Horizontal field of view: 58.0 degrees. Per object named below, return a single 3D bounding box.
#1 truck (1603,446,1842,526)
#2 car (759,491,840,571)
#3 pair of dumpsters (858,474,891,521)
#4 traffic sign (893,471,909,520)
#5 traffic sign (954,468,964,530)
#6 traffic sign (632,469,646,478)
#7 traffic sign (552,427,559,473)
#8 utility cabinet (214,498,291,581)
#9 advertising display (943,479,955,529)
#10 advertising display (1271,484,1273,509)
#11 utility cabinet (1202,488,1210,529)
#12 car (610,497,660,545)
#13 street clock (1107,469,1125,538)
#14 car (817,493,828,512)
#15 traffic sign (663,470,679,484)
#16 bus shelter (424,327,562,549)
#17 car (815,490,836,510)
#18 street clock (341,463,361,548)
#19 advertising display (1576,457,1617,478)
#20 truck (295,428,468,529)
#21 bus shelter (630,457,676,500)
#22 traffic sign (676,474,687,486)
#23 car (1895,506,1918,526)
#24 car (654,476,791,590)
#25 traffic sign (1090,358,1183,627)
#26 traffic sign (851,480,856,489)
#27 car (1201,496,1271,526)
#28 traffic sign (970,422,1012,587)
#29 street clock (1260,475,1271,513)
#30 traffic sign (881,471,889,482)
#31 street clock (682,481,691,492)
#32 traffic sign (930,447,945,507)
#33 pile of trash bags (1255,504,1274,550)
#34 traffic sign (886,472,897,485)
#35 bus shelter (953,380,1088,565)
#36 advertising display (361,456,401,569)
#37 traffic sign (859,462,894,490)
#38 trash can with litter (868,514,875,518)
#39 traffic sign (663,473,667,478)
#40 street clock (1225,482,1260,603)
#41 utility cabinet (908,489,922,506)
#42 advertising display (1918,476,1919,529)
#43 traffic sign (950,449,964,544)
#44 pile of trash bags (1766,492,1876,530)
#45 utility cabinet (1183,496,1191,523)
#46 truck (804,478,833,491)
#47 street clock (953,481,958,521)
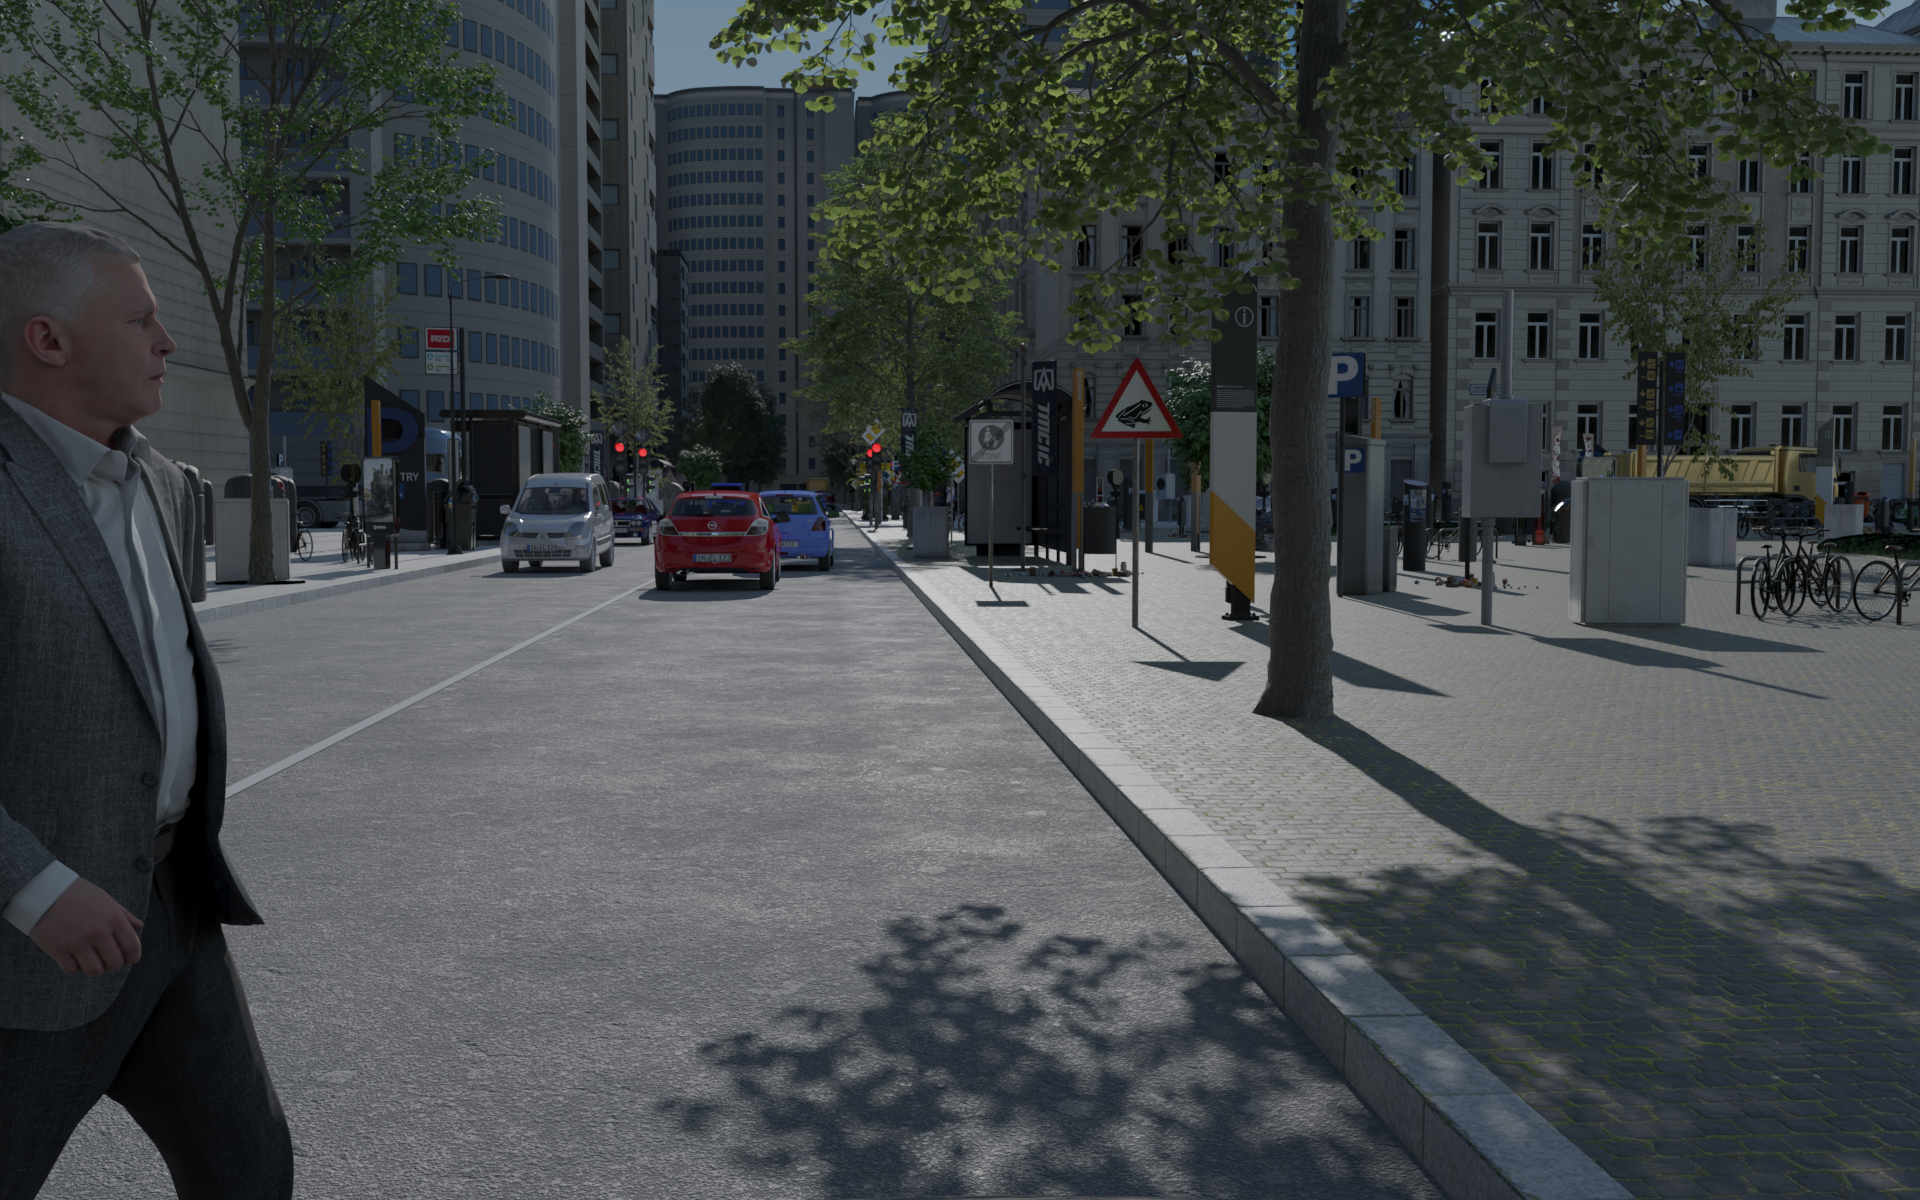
[{"bbox_3d":[31.375,-4.563,70.529,9.791,3.379,3.469,0,4,-6],"label":"truck"},{"bbox_3d":[-3.311,-1.463,33.518,1.945,1.707,3.694,0,4,-3],"label":"car"},{"bbox_3d":[-4.185,-5.048,85.034,1.574,2.255,4.437,0,4,-4],"label":"pair of dumpsters"},{"bbox_3d":[-2.934,-5.339,87.292,0.884,2.594,0.081,0,4,-4],"label":"traffic sign"},{"bbox_3d":[-0.064,-3.683,61.401,0.795,2.450,0.064,0,4,2],"label":"traffic sign"},{"bbox_3d":[-16.005,-5.280,86.436,0.768,2.556,0.104,0,4,-3],"label":"traffic sign"},{"bbox_3d":[-12.832,-3.471,50.621,2.265,3.308,0.079,0,4,3],"label":"traffic sign"},{"bbox_3d":[-10.546,-0.897,25.823,1.020,1.237,0.306,-1,4,-17],"label":"utility cabinet"},{"bbox_3d":[-0.400,-3.623,64.452,0.123,1.923,0.974,1,4,19],"label":"advertising display"},{"bbox_3d":[10.434,-3.137,56.504,0.123,1.923,0.974,3,5,40],"label":"advertising display"},{"bbox_3d":[9.293,-3.277,62.263,1.173,1.500,0.318,0,4,6],"label":"utility cabinet"},{"bbox_3d":[-9.605,-2.280,49.858,1.945,1.354,3.894,0,4,-2],"label":"car"},{"bbox_3d":[4.502,-2.785,50.112,0.471,2.002,0.358,-2,4,-31],"label":"street clock"},{"bbox_3d":[-11.600,-7.940,139.416,1.945,1.707,3.694,0,4,-4],"label":"car"},{"bbox_3d":[-15.205,-5.557,90.853,0.884,2.594,0.081,0,4,2],"label":"traffic sign"},{"bbox_3d":[-11.948,-4.081,44.357,2.179,5.291,8.768,0,4,-5],"label":"bus shelter"},{"bbox_3d":[-12.260,-9.002,155.851,2.281,1.827,5.304,0,4,-5],"label":"car"},{"bbox_3d":[-14.323,-2.215,40.783,0.358,2.002,0.471,1,4,18],"label":"street clock"},{"bbox_3d":[11.051,-1.523,30.114,0.974,1.923,0.123,-2,4,-34],"label":"advertising display"},{"bbox_3d":[-27.755,-4.668,66.074,18.799,4.110,2.967,0,4,-3],"label":"truck"},{"bbox_3d":[-17.313,-6.361,97.933,2.014,3.302,5.546,0,4,-4],"label":"bus shelter"},{"bbox_3d":[-17.371,-6.576,107.624,0.768,2.556,0.104,0,4,3],"label":"traffic sign"},{"bbox_3d":[41.484,-3.880,72.229,4.718,1.807,1.959,0,4,-4],"label":"car"},{"bbox_3d":[-3.764,-1.118,27.327,2.155,1.783,4.494,0,4,-4],"label":"car"},{"bbox_3d":[1.688,-1.017,16.632,0.884,2.594,0.081,0,4,2],"label":"traffic sign"},{"bbox_3d":[-8.083,-8.152,134.464,0.795,2.450,0.064,0,3,0],"label":"traffic sign"},{"bbox_3d":[12.047,-3.502,69.611,4.827,1.381,2.083,0,4,-5],"label":"car"},{"bbox_3d":[0.429,-1.335,23.960,0.606,2.300,0.079,0,4,1],"label":"traffic sign"},{"bbox_3d":[8.159,-2.562,46.462,0.358,2.002,0.471,3,5,42],"label":"street clock"},{"bbox_3d":[-4.244,-5.838,95.554,0.768,2.556,0.104,0,4,0],"label":"traffic sign"},{"bbox_3d":[-14.718,-5.428,93.324,0.358,2.002,0.471,2,4,30],"label":"street clock"},{"bbox_3d":[-0.705,-2.587,42.397,0.768,2.556,0.104,0,4,5],"label":"traffic sign"},{"bbox_3d":[6.948,-1.916,41.081,1.912,1.369,3.447,-1,4,-14],"label":"pile of trash bags"},{"bbox_3d":[-3.417,-5.413,89.694,0.795,2.450,0.064,0,4,-1],"label":"traffic sign"},{"bbox_3d":[1.062,-2.417,33.445,2.014,3.302,5.546,0,4,-4],"label":"bus shelter"},{"bbox_3d":[-9.944,-1.501,29.752,0.974,1.923,0.123,3,5,39],"label":"advertising display"},{"bbox_3d":[-5.334,-7.170,111.104,2.265,3.308,0.079,0,4,-4],"label":"traffic sign"},{"bbox_3d":[-4.780,-5.022,93.494,0.624,1.170,1.055,-1,4,-19],"label":"trash can with litter"},{"bbox_3d":[-17.624,-6.266,102.547,0.768,2.556,0.104,0,4,2],"label":"traffic sign"},{"bbox_3d":[3.248,-0.973,20.487,0.471,2.002,0.358,0,4,2],"label":"street clock"},{"bbox_3d":[-2.138,-4.554,83.138,0.318,1.500,1.173,-1,4,-22],"label":"utility cabinet"},{"bbox_3d":[17.335,-1.539,30.381,0.974,1.923,0.123,0,4,3],"label":"advertising display"},{"bbox_3d":[-0.218,-2.629,44.166,0.795,2.450,0.064,0,4,1],"label":"traffic sign"},{"bbox_3d":[31.007,-3.234,62.629,3.447,1.369,1.912,2,4,24],"label":"pile of trash bags"},{"bbox_3d":[10.065,-3.965,75.991,0.306,1.237,1.020,2,4,25],"label":"utility cabinet"},{"bbox_3d":[-16.798,-12.786,204.968,3.469,3.379,9.791,0,4,-3],"label":"truck"},{"bbox_3d":[-0.348,-4.787,82.837,0.471,2.002,0.358,-3,4,-37],"label":"street clock"}]
